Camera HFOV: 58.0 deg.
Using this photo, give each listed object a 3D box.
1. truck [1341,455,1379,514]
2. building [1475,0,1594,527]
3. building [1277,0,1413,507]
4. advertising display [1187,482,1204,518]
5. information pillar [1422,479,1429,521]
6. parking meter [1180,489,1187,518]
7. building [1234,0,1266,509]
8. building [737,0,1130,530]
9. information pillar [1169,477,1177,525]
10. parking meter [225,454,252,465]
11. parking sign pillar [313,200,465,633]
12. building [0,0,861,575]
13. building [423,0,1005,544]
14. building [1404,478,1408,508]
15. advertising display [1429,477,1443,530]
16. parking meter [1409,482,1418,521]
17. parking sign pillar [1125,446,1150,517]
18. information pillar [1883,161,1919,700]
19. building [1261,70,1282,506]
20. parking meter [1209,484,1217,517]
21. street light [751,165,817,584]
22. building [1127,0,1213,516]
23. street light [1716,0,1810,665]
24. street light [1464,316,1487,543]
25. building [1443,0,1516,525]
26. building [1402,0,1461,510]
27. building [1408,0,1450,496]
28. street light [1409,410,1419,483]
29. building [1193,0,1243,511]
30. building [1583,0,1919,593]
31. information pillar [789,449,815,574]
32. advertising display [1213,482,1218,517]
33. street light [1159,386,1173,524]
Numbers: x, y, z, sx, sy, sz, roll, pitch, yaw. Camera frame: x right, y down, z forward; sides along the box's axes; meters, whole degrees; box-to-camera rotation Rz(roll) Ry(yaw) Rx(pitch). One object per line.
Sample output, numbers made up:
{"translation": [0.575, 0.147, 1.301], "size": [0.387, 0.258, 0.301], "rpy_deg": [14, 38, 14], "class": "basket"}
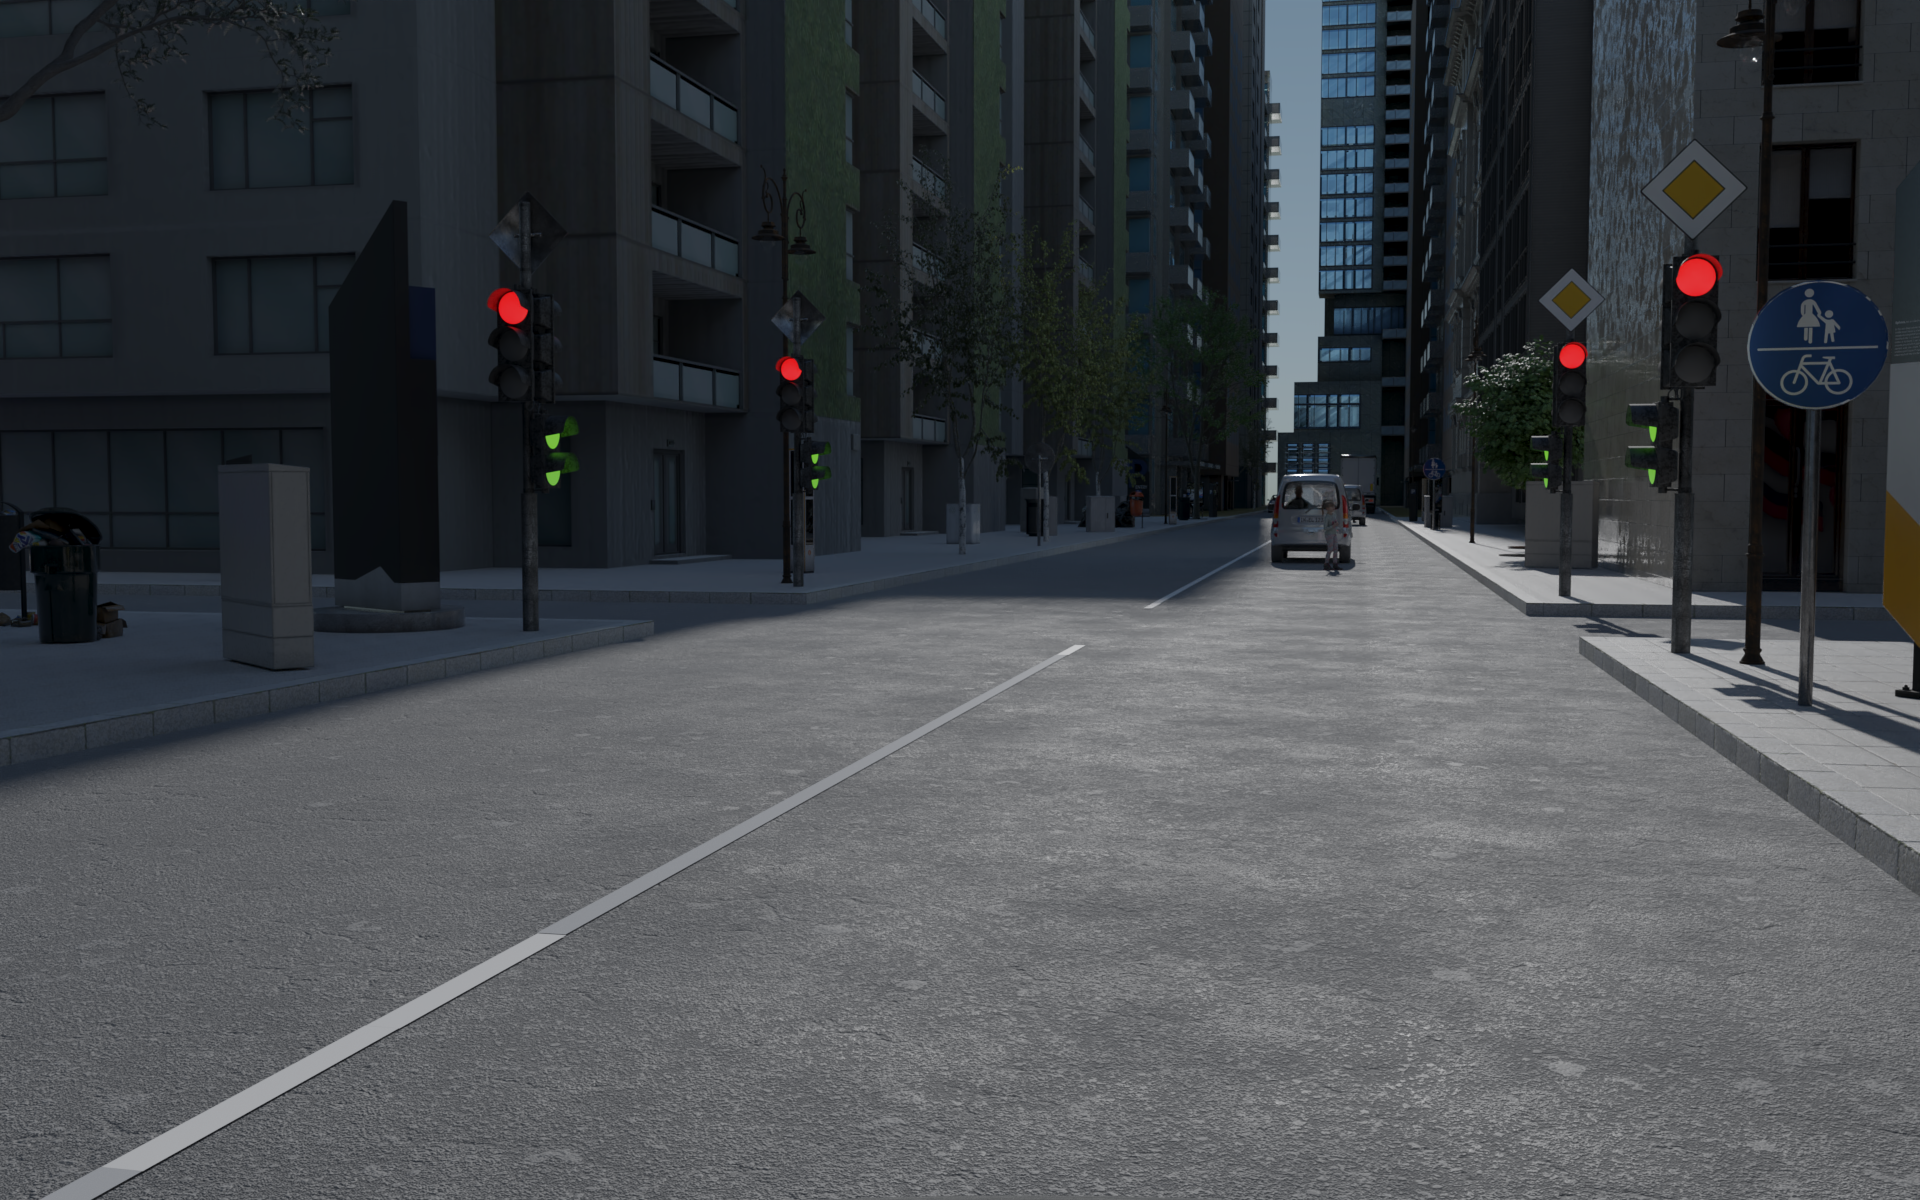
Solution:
{"translation": [29.825, -8.591, 129.374], "size": [2.839, 4.237, 11.283], "rpy_deg": [1, 4, 14], "class": "truck"}
{"translation": [25.334, -16.144, 57.455], "size": [14.314, 27.812, 24.014], "rpy_deg": [1, 4, 13], "class": "building"}
{"translation": [50.689, -53.392, 185.623], "size": [31.000, 86.520, 22.319], "rpy_deg": [1, 4, 13], "class": "building"}
{"translation": [12.809, -5.450, 94.322], "size": [0.974, 1.923, 0.123], "rpy_deg": [2, 4, 30], "class": "advertising display"}
{"translation": [22.089, -4.755, 82.235], "size": [0.304, 2.012, 0.304], "rpy_deg": [1, 4, 12], "class": "information pillar"}
{"translation": [11.667, -5.016, 90.423], "size": [0.372, 1.533, 0.369], "rpy_deg": [0, 3, 0], "class": "parking meter"}
{"translation": [17.488, -44.234, 161.472], "size": [20.611, 71.187, 20.563], "rpy_deg": [1, 4, 13], "class": "building"}
{"translation": [-0.464, -23.970, 75.512], "size": [14.154, 41.232, 14.086], "rpy_deg": [1, 4, 13], "class": "building"}
{"translation": [8.953, -4.182, 72.873], "size": [0.304, 2.012, 0.304], "rpy_deg": [0, 4, -2], "class": "information pillar"}
{"translation": [-10.598, -1.207, 25.450], "size": [0.399, 1.863, 0.255], "rpy_deg": [-2, 4, -25], "class": "parking meter"}
{"translation": [-5.515, -1.718, 16.557], "size": [1.447, 3.967, 1.447], "rpy_deg": [3, 5, 43], "class": "parking sign pillar"}
{"translation": [-10.591, -21.346, 32.597], "size": [14.154, 41.232, 14.086], "rpy_deg": [1, 4, 13], "class": "building"}
{"translation": [-6.780, -22.676, 54.340], "size": [14.154, 41.232, 14.086], "rpy_deg": [1, 4, 13], "class": "building"}
{"translation": [48.238, -29.074, 158.956], "size": [14.154, 41.232, 14.086], "rpy_deg": [1, 4, 13], "class": "building"}
{"translation": [17.205, -3.511, 62.615], "size": [0.123, 1.923, 0.974], "rpy_deg": [2, 4, 35], "class": "advertising display"}
{"translation": [21.277, -4.623, 81.303], "size": [0.399, 1.863, 0.255], "rpy_deg": [2, 4, 26], "class": "parking meter"}
{"translation": [9.885, -6.611, 96.570], "size": [1.447, 3.967, 1.447], "rpy_deg": [-1, 4, -15], "class": "parking sign pillar"}
{"translation": [6.042, -1.190, 10.818], "size": [0.183, 3.616, 0.504], "rpy_deg": [-1, 4, -19], "class": "information pillar"}
{"translation": [20.351, -35.119, 193.800], "size": [30.456, 49.044, 23.786], "rpy_deg": [1, 4, 13], "class": "building"}
{"translation": [13.945, -5.495, 95.553], "size": [0.255, 1.863, 0.399], "rpy_deg": [-2, 4, -33], "class": "parking meter"}
{"translation": [-2.490, -3.178, 24.741], "size": [0.468, 5.910, 1.993], "rpy_deg": [1, 4, 13], "class": "street light"}
{"translation": [4.744, -30.259, 114.337], "size": [23.786, 49.044, 30.456], "rpy_deg": [1, 4, 13], "class": "building"}
{"translation": [5.986, -2.454, 12.909], "size": [0.468, 5.910, 1.993], "rpy_deg": [1, 4, 13], "class": "street light"}
{"translation": [13.405, -4.426, 45.158], "size": [0.468, 5.910, 1.993], "rpy_deg": [1, 4, 13], "class": "street light"}
{"translation": [30.275, -17.988, 81.495], "size": [14.401, 28.519, 23.554], "rpy_deg": [1, 4, 13], "class": "building"}
{"translation": [44.834, -30.276, 145.127], "size": [14.600, 45.320, 14.200], "rpy_deg": [1, 4, 13], "class": "building"}
{"translation": [44.510, -30.741, 122.227], "size": [23.786, 49.044, 30.456], "rpy_deg": [1, 4, 13], "class": "building"}
{"translation": [24.624, -7.420, 94.103], "size": [0.468, 5.910, 1.993], "rpy_deg": [1, 4, 13], "class": "street light"}
{"translation": [14.582, -29.698, 135.679], "size": [14.600, 45.320, 14.200], "rpy_deg": [1, 4, 13], "class": "building"}
{"translation": [18.854, -10.435, 25.361], "size": [16.860, 20.320, 10.420], "rpy_deg": [1, 4, 13], "class": "building"}
{"translation": [-2.561, -1.440, 28.034], "size": [0.304, 2.012, 0.304], "rpy_deg": [2, 4, 27], "class": "information pillar"}
{"translation": [14.208, -5.571, 96.299], "size": [0.123, 1.923, 0.974], "rpy_deg": [0, 4, -1], "class": "advertising display"}
{"translation": [8.836, -6.202, 74.191], "size": [0.468, 5.910, 1.993], "rpy_deg": [1, 4, 13], "class": "street light"}
